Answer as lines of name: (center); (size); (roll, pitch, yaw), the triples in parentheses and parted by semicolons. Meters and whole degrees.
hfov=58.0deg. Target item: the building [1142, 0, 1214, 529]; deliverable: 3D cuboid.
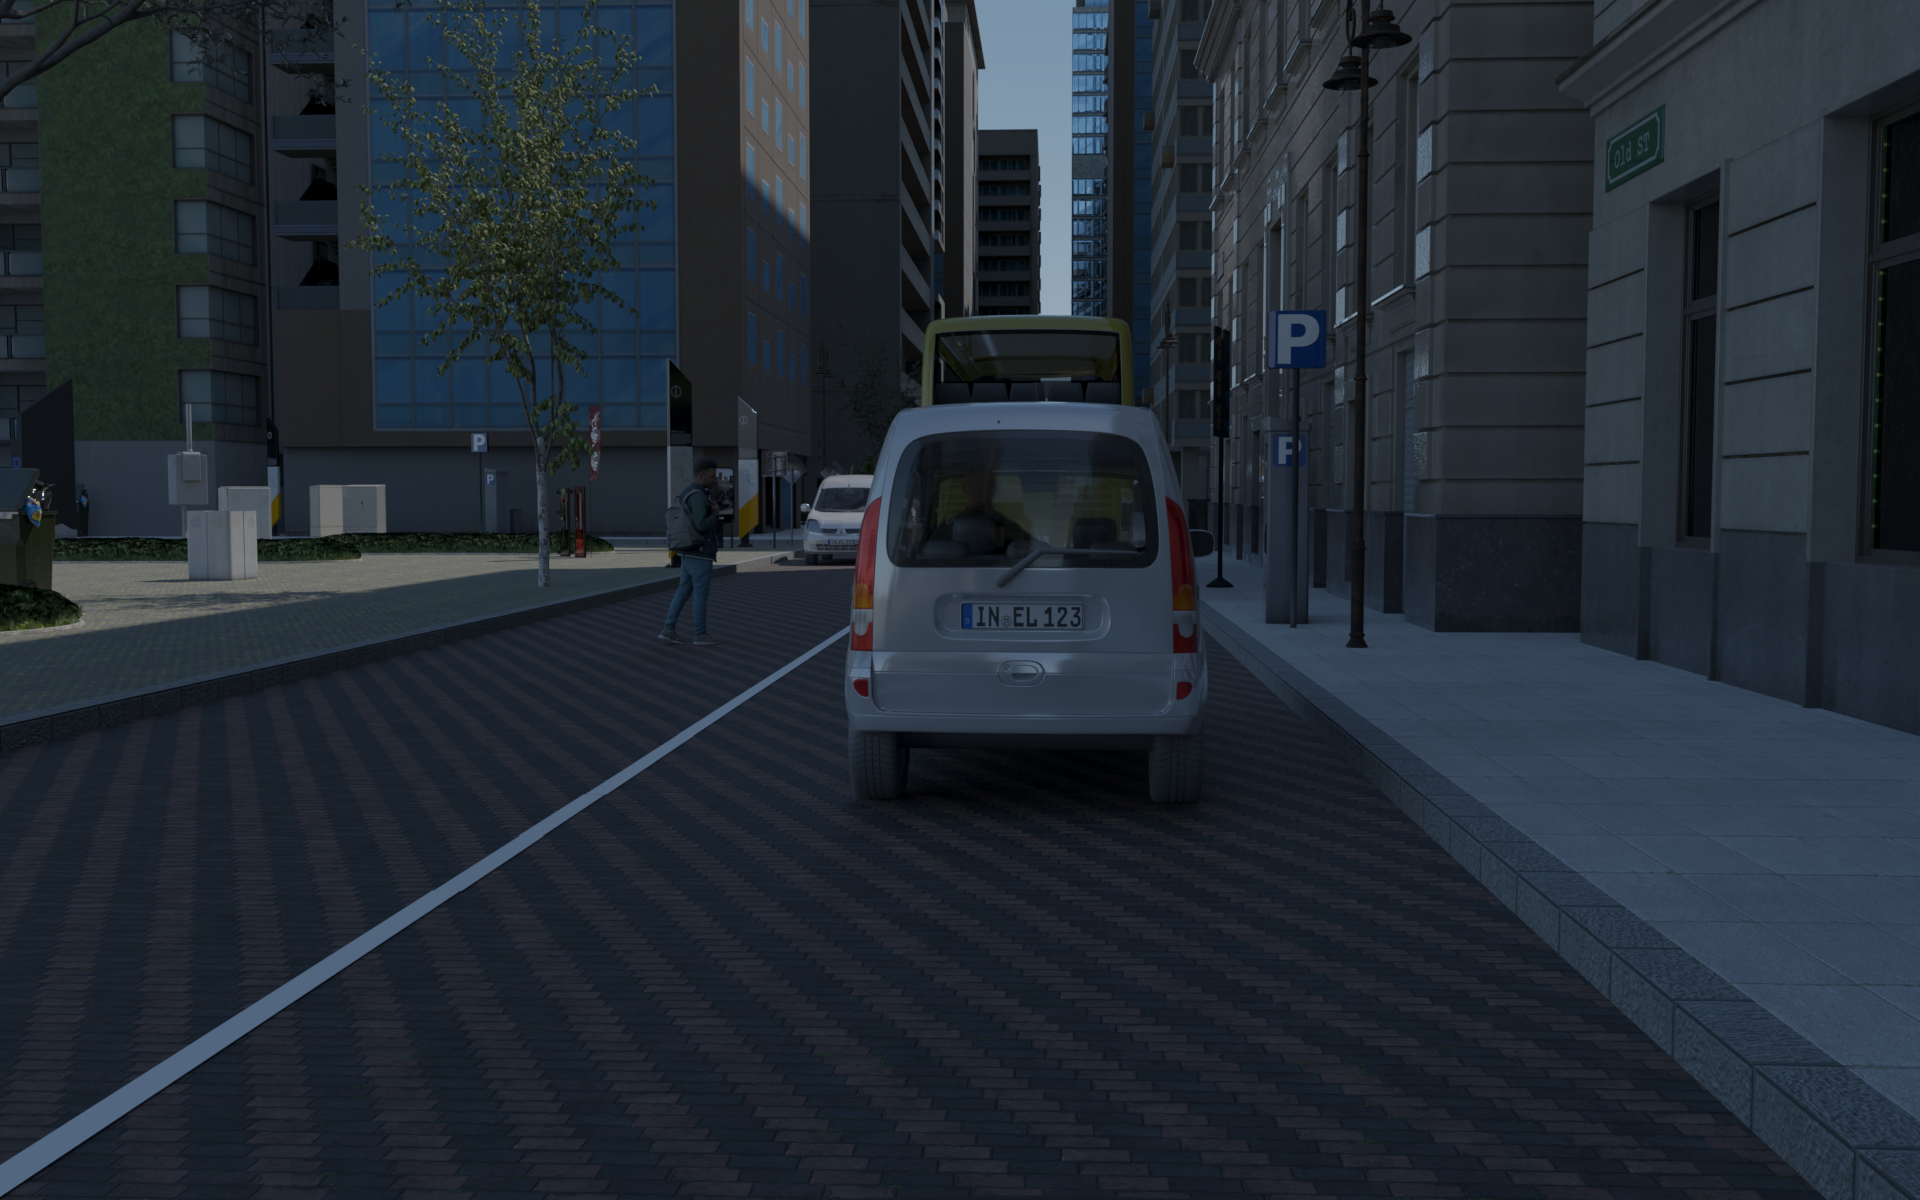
building: (19.575, -22.936, 66.886); (23.993, 40.220, 32.217); (0, 4, 3)

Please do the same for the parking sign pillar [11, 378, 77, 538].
parking sign pillar: (-21.102, -3.144, 39.876); (1.447, 3.967, 1.447); (2, 4, 28)

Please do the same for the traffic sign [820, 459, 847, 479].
traffic sign: (-3.650, -2.843, 50.129); (0.795, 2.450, 0.064); (0, 4, 3)

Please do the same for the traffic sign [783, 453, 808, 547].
traffic sign: (-4.094, -2.356, 42.156); (0.795, 2.450, 0.064); (0, 4, 3)

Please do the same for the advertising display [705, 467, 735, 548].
advertising display: (-5.792, -2.189, 41.007); (0.974, 1.923, 0.123); (-2, 4, -35)

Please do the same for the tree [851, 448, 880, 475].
tree: (-3.860, -4.798, 73.042); (1.663, 3.219, 1.824); (0, 3, 0)

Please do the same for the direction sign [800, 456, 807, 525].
direction sign: (-6.509, -4.884, 71.850); (0.379, 3.537, 0.876); (1, 4, 16)

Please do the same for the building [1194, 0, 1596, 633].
building: (10.706, -14.051, 27.002); (12.463, 27.353, 25.104); (0, 4, 3)

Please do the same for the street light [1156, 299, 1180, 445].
street light: (4.931, -4.186, 41.234); (0.468, 5.910, 1.993); (0, 4, 3)

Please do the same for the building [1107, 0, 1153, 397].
building: (18.325, -29.455, 131.703); (14.600, 45.320, 14.200); (0, 4, 3)

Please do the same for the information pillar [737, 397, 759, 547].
information pillar: (-5.119, -3.085, 41.802); (0.504, 3.616, 0.183); (1, 4, 10)

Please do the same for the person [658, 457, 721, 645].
person: (-2.501, -0.465, 16.448); (0.721, 1.781, 0.623); (-3, 4, -38)

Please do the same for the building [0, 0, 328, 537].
building: (-28.873, -22.922, 58.373); (14.086, 41.232, 14.154); (0, 4, 3)

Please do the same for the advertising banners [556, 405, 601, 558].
advertising banners: (-7.684, -2.370, 34.941); (0.090, 3.025, 2.074); (-3, 4, -36)

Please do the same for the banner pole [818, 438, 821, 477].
banner pole: (-6.301, -5.365, 77.730); (0.401, 3.779, 0.863); (-1, 4, -10)

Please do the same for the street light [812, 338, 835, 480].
street light: (-4.048, -4.818, 51.554); (0.468, 5.910, 1.993); (0, 4, 3)

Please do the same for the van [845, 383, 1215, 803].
van: (0.417, -0.149, 9.454); (2.013, 2.044, 4.112); (0, 4, 4)

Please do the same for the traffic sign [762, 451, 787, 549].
traffic sign: (-4.365, -2.360, 40.720); (0.606, 2.300, 0.079); (1, 4, 9)

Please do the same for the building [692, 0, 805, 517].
building: (-9.130, -28.546, 116.844); (14.600, 45.320, 14.200); (0, 4, 3)

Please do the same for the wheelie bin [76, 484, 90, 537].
wheelie bin: (-26.539, -2.689, 51.874); (0.980, 1.594, 0.693); (0, 4, 2)

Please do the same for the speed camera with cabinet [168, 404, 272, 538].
speed camera with cabinet: (-16.526, -2.711, 38.667); (2.038, 3.252, 0.660); (-3, 5, -41)

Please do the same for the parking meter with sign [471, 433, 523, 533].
parking meter with sign: (-13.425, -3.309, 50.370); (0.543, 3.016, 1.738); (1, 4, 21)

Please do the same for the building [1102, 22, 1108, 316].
building: (23.796, -30.492, 153.163); (22.147, 44.769, 28.867); (0, 4, 3)

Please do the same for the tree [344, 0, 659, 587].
tree: (-5.906, -4.477, 23.562); (4.737, 8.622, 4.395); (0, 3, 0)

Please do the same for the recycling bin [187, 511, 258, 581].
recycling bin: (-11.067, -0.822, 25.993); (0.722, 1.027, 0.722); (1, 4, 11)

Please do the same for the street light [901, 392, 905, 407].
street light: (-2.569, -6.464, 78.471); (0.468, 5.910, 1.993); (0, 4, 3)

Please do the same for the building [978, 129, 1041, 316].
building: (-0.575, -36.483, 220.193); (21.600, 48.544, 21.300); (0, 4, 3)

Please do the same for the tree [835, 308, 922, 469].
tree: (-3.114, -7.229, 68.551); (4.360, 8.622, 3.978); (0, 3, 0)

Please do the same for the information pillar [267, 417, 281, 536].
information pillar: (-20.832, -3.744, 52.562); (0.504, 3.616, 0.183); (2, 4, 33)

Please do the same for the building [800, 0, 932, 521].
building: (-12.854, -28.585, 91.060); (21.300, 48.544, 21.600); (0, 4, 3)

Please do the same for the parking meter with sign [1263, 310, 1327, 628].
parking meter with sign: (3.294, -1.289, 17.341); (0.543, 3.016, 1.738); (0, 4, 7)

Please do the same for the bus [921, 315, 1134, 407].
bus: (1.144, -2.140, 26.533); (2.896, 3.916, 12.252); (0, 4, 3)

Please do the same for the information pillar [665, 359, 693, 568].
information pillar: (-4.890, -2.375, 30.183); (0.504, 3.616, 0.183); (-3, 5, -44)

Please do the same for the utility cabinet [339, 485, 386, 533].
utility cabinet: (-14.386, -2.025, 41.787); (1.173, 1.500, 0.318); (2, 4, 30)

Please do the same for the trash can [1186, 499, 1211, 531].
trash can: (6.904, -2.346, 50.017); (0.748, 1.137, 0.748); (0, 3, 0)

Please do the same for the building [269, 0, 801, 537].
building: (-12.879, -24.893, 57.111); (14.600, 45.320, 14.200); (0, 4, 3)

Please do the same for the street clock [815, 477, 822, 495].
street clock: (-6.086, -4.309, 75.021); (0.358, 2.002, 0.471); (0, 4, -5)

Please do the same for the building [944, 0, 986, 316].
building: (-11.596, -36.469, 185.511); (27.495, 52.752, 28.713); (0, 4, 3)

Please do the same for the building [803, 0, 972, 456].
building: (-6.145, -31.370, 163.003); (14.600, 45.320, 14.200); (0, 4, 3)

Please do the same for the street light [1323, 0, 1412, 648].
street light: (3.323, -2.540, 14.324); (0.468, 5.910, 1.993); (0, 4, 3)

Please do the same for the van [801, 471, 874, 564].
van: (-2.287, -1.810, 36.597); (2.013, 2.044, 4.112); (0, 4, 2)

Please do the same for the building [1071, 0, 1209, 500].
building: (25.687, -55.349, 217.628); (31.000, 86.520, 22.319); (0, 4, 3)

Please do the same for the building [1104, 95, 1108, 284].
building: (26.560, -34.430, 182.532); (23.786, 49.044, 30.456); (0, 4, 3)

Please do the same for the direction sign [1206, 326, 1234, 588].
direction sign: (3.583, -1.943, 23.773); (0.379, 3.537, 0.876); (1, 4, 21)

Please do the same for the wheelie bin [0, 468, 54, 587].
wheelie bin: (-11.559, -0.815, 21.232); (0.980, 1.594, 0.693); (1, 4, 14)

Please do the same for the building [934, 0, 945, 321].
building: (-11.202, -50.566, 139.433); (22.319, 86.520, 31.000); (0, 4, 3)

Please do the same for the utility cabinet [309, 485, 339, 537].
utility cabinet: (-15.630, -2.096, 42.954); (0.318, 1.500, 1.173); (1, 4, 17)

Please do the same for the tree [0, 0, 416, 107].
tree: (-7.288, -6.135, 10.670); (12.009, 13.543, 11.850); (0, 3, 0)
